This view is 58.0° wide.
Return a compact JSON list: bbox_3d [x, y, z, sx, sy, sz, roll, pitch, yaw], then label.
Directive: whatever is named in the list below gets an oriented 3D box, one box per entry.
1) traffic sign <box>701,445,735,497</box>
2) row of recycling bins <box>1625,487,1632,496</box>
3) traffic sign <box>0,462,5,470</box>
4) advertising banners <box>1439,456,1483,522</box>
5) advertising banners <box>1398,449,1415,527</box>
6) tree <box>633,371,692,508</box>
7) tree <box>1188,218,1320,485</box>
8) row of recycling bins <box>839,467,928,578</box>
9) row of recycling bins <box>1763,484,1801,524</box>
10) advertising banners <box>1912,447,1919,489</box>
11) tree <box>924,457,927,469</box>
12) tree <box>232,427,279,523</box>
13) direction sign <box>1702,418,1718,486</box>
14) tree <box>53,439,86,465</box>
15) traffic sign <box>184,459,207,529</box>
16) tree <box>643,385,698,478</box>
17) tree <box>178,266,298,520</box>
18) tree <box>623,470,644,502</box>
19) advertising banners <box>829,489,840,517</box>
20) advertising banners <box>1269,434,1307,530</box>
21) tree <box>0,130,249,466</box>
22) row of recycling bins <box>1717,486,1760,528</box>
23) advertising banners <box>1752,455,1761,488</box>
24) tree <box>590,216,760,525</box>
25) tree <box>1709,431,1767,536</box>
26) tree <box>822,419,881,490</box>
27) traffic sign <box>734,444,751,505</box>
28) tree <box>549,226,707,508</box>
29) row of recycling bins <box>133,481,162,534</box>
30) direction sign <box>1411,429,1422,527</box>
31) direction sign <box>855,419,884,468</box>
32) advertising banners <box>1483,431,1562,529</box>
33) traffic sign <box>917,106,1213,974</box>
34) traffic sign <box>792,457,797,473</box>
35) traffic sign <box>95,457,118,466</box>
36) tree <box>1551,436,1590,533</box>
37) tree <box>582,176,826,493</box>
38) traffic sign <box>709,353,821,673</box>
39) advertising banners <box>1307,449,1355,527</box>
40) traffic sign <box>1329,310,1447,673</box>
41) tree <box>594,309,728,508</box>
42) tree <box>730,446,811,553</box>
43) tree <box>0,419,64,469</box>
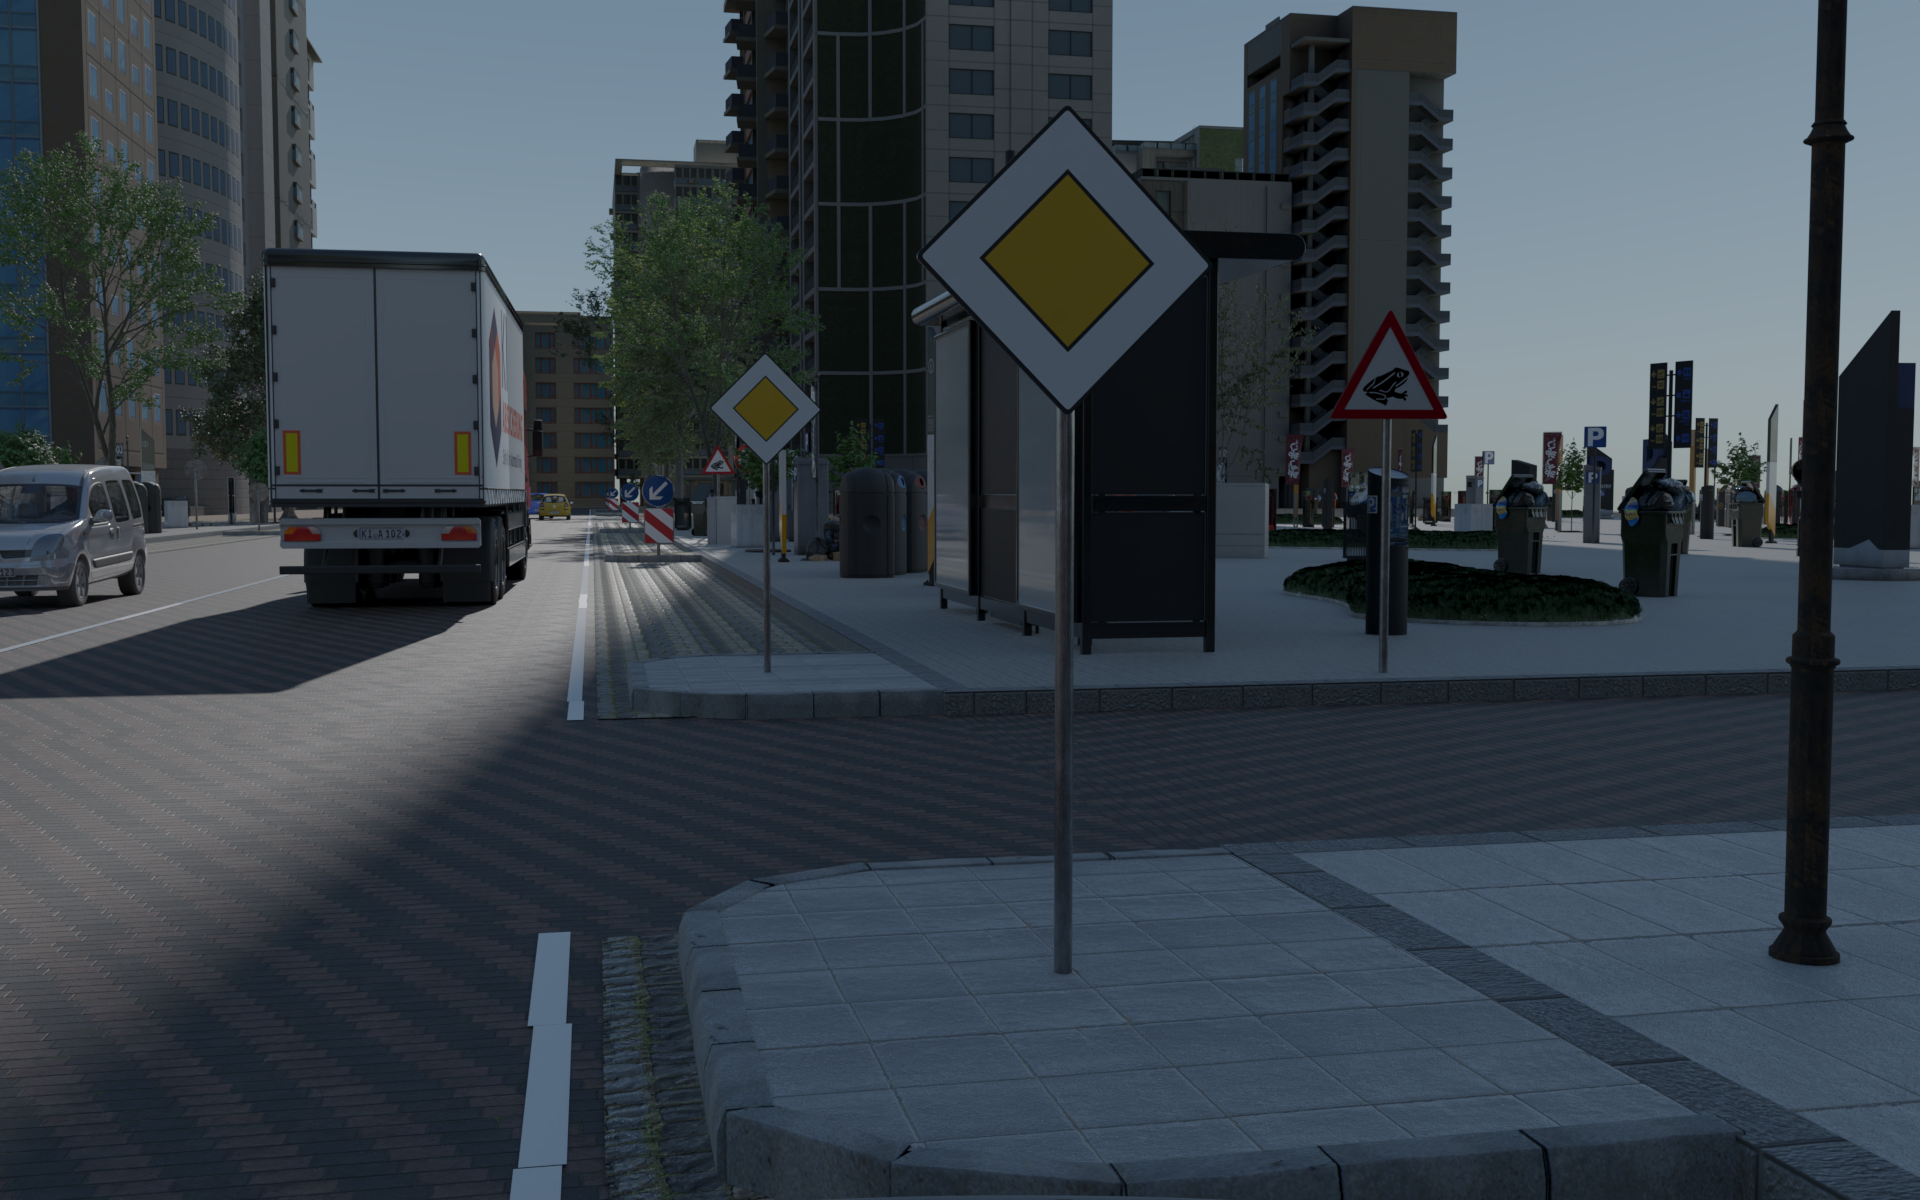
[{"bbox_3d":[-6.453,-2.828,46.238,0.884,2.594,0.081,0,4,-6],"label":"traffic sign"},{"bbox_3d":[37.176,-5.385,95.160,1.069,1.692,3.534,2,4,27],"label":"row of recycling bins"},{"bbox_3d":[-25.171,-2.748,44.926,0.884,2.594,0.081,0,4,-5],"label":"traffic sign"},{"bbox_3d":[23.175,-5.117,79.852,2.074,3.025,0.090,1,4,9],"label":"advertising banners"},{"bbox_3d":[16.995,-4.269,65.988,0.090,3.025,2.074,0,4,-3],"label":"advertising banners"},{"bbox_3d":[-16.695,-8.954,96.763,4.737,8.622,4.395,0,3,0],"label":"tree"},{"bbox_3d":[7.096,-5.862,46.211,4.360,8.622,3.978,0,3,0],"label":"tree"},{"bbox_3d":[-1.095,-1.274,27.950,1.069,1.692,3.534,1,4,16],"label":"row of recycling bins"},{"bbox_3d":[35.193,-4.088,73.958,3.534,1.692,1.069,2,4,28],"label":"row of recycling bins"},{"bbox_3d":[35.981,-4.179,64.513,2.074,3.025,0.090,-2,4,-32],"label":"advertising banners"},{"bbox_3d":[-0.969,-5.081,77.672,1.663,3.219,1.824,0,3,0],"label":"tree"},{"bbox_3d":[-30.571,-5.724,77.299,4.285,4.588,4.351,0,3,0],"label":"tree"},{"bbox_3d":[22.193,-3.643,51.567,0.876,3.537,0.379,-2,4,-24],"label":"direction sign"},{"bbox_3d":[-31.517,-4.075,61.231,1.663,3.219,1.824,0,3,0],"label":"tree"},{"bbox_3d":[-27.772,-3.844,62.959,0.768,2.556,0.104,-1,4,-11],"label":"traffic sign"},{"bbox_3d":[-18.426,-9.716,109.218,4.360,8.622,3.978,0,3,0],"label":"tree"},{"bbox_3d":[-33.537,-10.329,85.880,9.611,12.733,9.660,0,3,0],"label":"tree"},{"bbox_3d":[-25.953,-8.727,137.286,1.663,3.219,1.824,0,3,0],"label":"tree"},{"bbox_3d":[-3.702,-3.466,52.863,0.090,3.025,2.074,3,5,44],"label":"advertising banners"},{"bbox_3d":[8.999,-3.333,50.678,2.074,3.025,0.090,1,4,15],"label":"advertising banners"},{"bbox_3d":[-25.281,-7.662,51.036,9.928,11.665,9.643,0,3,0],"label":"tree"},{"bbox_3d":[29.920,-3.646,66.724,1.069,1.692,3.534,1,4,16],"label":"row of recycling bins"},{"bbox_3d":[36.234,-4.958,77.254,2.074,3.025,0.090,3,5,39],"label":"advertising banners"},{"bbox_3d":[-11.287,-9.332,70.703,7.486,12.596,7.792,0,3,0],"label":"tree"},{"bbox_3d":[23.910,-3.594,53.361,1.663,3.219,1.824,0,3,0],"label":"tree"},{"bbox_3d":[-2.897,-3.084,45.022,1.663,3.219,1.824,0,3,0],"label":"tree"},{"bbox_3d":[-5.319,-2.672,43.795,0.768,2.556,0.104,-1,4,-8],"label":"traffic sign"},{"bbox_3d":[-23.460,-16.477,125.288,12.611,20.169,13.585,0,3,0],"label":"tree"},{"bbox_3d":[-26.741,-2.946,55.276,1.069,1.692,3.534,1,4,10],"label":"row of recycling bins"},{"bbox_3d":[16.003,-4.207,60.774,0.379,3.537,0.876,-1,4,-9],"label":"direction sign"},{"bbox_3d":[-2.708,-3.681,52.184,0.876,3.537,0.379,-1,4,-14],"label":"direction sign"},{"bbox_3d":[15.943,-3.231,49.017,2.074,3.025,0.090,2,4,32],"label":"advertising banners"},{"bbox_3d":[0.274,-0.058,4.585,0.795,2.450,0.064,-1,4,-12],"label":"traffic sign"},{"bbox_3d":[-4.125,-2.362,40.746,0.606,2.300,0.079,0,4,-6],"label":"traffic sign"},{"bbox_3d":[-28.904,-3.583,58.692,0.768,2.556,0.104,0,4,-7],"label":"traffic sign"},{"bbox_3d":[20.656,-3.882,58.075,1.663,3.219,1.824,0,3,0],"label":"tree"},{"bbox_3d":[-8.382,-8.099,58.179,9.928,11.665,9.643,0,3,0],"label":"tree"},{"bbox_3d":[-1.387,-0.535,12.396,0.795,2.450,0.064,-1,4,-12],"label":"traffic sign"},{"bbox_3d":[14.199,-4.323,66.868,2.074,3.025,0.090,0,4,4],"label":"advertising banners"},{"bbox_3d":[3.041,-0.756,12.372,0.884,2.594,0.081,-1,4,-10],"label":"traffic sign"},{"bbox_3d":[-13.630,-9.001,81.573,7.601,10.594,8.767,-1,4,-13],"label":"tree"},{"bbox_3d":[-4.369,-2.679,38.408,1.663,3.219,1.824,0,3,0],"label":"tree"},{"bbox_3d":[-41.086,-5.627,75.711,4.285,4.588,4.351,0,3,0],"label":"tree"}]
